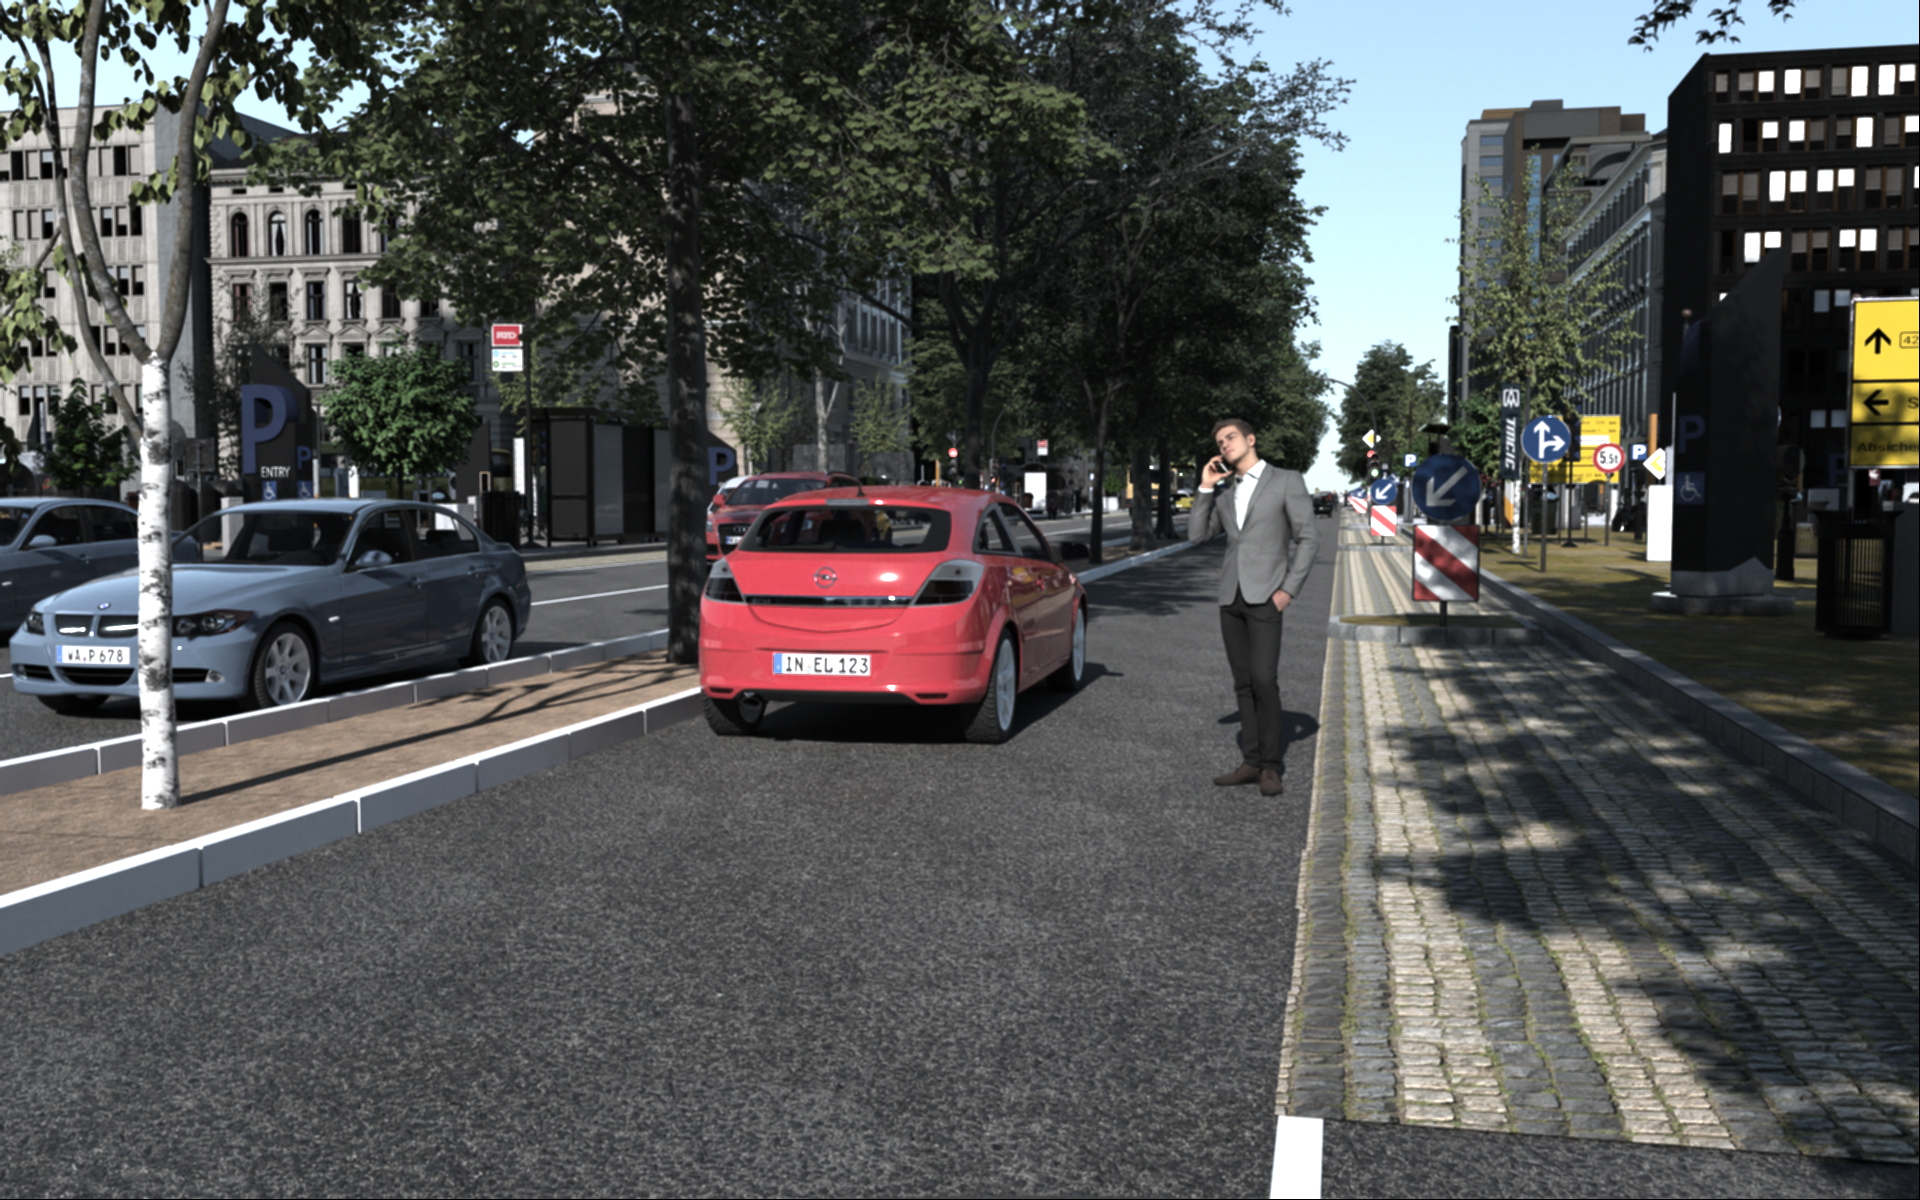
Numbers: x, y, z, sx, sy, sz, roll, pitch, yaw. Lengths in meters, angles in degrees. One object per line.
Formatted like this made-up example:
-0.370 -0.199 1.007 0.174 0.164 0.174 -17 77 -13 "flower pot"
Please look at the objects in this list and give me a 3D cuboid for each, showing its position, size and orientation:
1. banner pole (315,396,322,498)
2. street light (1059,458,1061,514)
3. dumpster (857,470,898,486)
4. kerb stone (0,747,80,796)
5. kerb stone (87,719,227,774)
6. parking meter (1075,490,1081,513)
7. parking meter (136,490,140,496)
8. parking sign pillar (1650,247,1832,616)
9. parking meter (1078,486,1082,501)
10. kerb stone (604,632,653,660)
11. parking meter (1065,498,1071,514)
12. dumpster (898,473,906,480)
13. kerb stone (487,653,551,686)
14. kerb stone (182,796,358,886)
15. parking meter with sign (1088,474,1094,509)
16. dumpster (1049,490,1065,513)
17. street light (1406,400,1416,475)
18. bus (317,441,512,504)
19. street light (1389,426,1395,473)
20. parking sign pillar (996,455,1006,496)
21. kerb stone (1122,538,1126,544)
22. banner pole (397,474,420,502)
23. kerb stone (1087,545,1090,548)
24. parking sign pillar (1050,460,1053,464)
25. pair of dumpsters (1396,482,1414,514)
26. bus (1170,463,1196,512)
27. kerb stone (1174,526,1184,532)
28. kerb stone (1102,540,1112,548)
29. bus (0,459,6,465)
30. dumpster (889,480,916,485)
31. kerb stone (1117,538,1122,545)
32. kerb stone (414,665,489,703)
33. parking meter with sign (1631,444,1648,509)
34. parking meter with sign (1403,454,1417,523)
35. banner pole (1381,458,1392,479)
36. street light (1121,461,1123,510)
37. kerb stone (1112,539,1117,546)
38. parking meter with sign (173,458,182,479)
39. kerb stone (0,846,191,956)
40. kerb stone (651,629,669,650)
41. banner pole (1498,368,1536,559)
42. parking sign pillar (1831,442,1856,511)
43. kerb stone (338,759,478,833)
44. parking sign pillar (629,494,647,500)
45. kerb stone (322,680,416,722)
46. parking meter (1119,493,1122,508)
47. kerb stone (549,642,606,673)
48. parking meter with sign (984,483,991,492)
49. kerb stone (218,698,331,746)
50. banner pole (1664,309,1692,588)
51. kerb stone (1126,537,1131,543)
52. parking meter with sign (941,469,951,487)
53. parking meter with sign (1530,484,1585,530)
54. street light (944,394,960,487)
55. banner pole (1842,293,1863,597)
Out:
-16.278 -3.302 44.011 0.401 3.779 0.863 -1 4 -18 "banner pole"
6.432 -8.448 110.907 0.468 5.910 1.993 1 4 12 "street light"
-3.600 -4.134 70.089 1.502 2.255 1.985 1 4 12 "dumpster"
-4.544 0.850 8.293 0.120 0.150 1.000 1 4 12 "kerb stone"
-4.317 0.789 9.290 0.120 0.150 1.000 1 4 12 "kerb stone"
8.575 -7.184 125.869 0.372 1.533 0.369 0 3 0 "parking meter"
-46.418 -5.483 98.062 0.372 1.533 0.369 0 3 0 "parking meter"
8.318 -1.854 18.792 1.447 3.967 1.447 -2 4 -34 "parking sign pillar"
8.936 -7.614 130.197 0.255 1.863 0.399 -2 4 -29 "parking meter"
-2.986 0.423 15.279 0.120 0.150 1.000 1 4 12 "kerb stone"
6.905 -6.251 110.608 0.372 1.533 0.369 0 3 0 "parking meter"
-3.135 -4.774 80.546 1.502 2.255 1.985 1 4 13 "dumpster"
-3.438 0.545 13.285 0.120 0.150 1.000 1 4 12 "kerb stone"
-2.714 0.944 6.823 0.120 0.150 1.000 1 4 12 "kerb stone"
11.287 -9.348 149.094 0.543 3.016 1.738 0 4 -6 "parking meter with sign"
6.906 -7.020 120.539 1.264 1.857 1.865 1 4 12 "dumpster"
22.204 -6.894 85.508 0.468 5.910 1.993 1 4 12 "street light"
-27.151 -5.482 81.177 12.252 3.916 2.896 1 4 13 "bus"
29.088 -8.797 116.617 0.468 5.910 1.993 1 4 12 "street light"
2.693 -7.638 113.347 1.447 3.967 1.447 -1 4 -8 "parking sign pillar"
4.545 -1.659 49.315 0.120 0.150 1.000 1 4 12 "kerb stone"
-16.555 -3.801 52.158 0.863 3.779 0.401 0 4 0 "banner pole"
3.443 -1.352 44.308 0.120 0.150 1.000 1 4 12 "kerb stone"
7.255 -9.145 137.997 1.447 3.967 1.447 -1 4 -14 "parking sign pillar"
28.435 -6.638 111.019 1.574 2.255 4.437 1 4 12 "pair of dumpsters"
17.125 -8.636 132.748 2.896 3.916 12.252 1 4 11 "bus"
8.536 -2.761 67.331 0.120 0.150 1.000 1 4 12 "kerb stone"
3.882 -1.475 46.317 0.120 0.150 1.000 1 4 12 "kerb stone"
-52.481 -5.601 86.433 13.247 3.499 2.948 1 4 11 "bus"
-2.468 -4.044 71.874 1.264 1.857 1.865 1 4 12 "dumpster"
4.326 -1.596 48.313 0.120 0.150 1.000 1 4 12 "kerb stone"
-3.656 0.607 12.286 0.120 0.150 1.000 1 4 12 "kerb stone"
24.049 -3.978 61.305 0.543 3.016 1.738 2 4 24 "parking meter with sign"
19.839 -4.906 76.468 0.543 3.016 1.738 1 4 13 "parking meter with sign"
29.537 -7.936 119.764 0.863 3.779 0.401 0 4 8 "banner pole"
13.327 -10.346 141.946 0.468 5.910 1.993 1 4 12 "street light"
4.103 -1.536 47.315 0.120 0.150 1.000 1 4 12 "kerb stone"
-28.437 -4.019 61.964 1.738 3.016 0.543 3 5 43 "parking meter with sign"
-2.935 1.001 5.824 0.120 0.150 1.000 1 4 12 "kerb stone"
-2.768 0.362 16.281 0.120 0.150 1.000 1 4 12 "kerb stone"
11.082 -2.718 34.456 0.863 3.779 0.401 -1 4 -17 "banner pole"
42.301 -5.796 83.237 1.447 3.967 1.447 1 4 8 "parking sign pillar"
-2.487 0.879 7.819 0.120 0.150 1.000 1 4 12 "kerb stone"
-9.683 -4.015 54.119 1.447 3.967 1.447 1 4 20 "parking sign pillar"
-3.881 0.667 11.288 0.120 0.150 1.000 1 4 12 "kerb stone"
13.965 -8.808 149.726 0.399 1.863 0.255 -1 4 -19 "parking meter"
-3.205 0.484 14.281 0.120 0.150 1.000 1 4 12 "kerb stone"
1.961 -7.289 115.433 0.543 3.016 1.738 3 5 43 "parking meter with sign"
-4.093 0.728 10.288 0.120 0.150 1.000 1 4 12 "kerb stone"
9.892 -2.036 23.303 0.401 3.779 0.863 -1 4 -17 "banner pole"
4.777 -1.719 50.319 0.120 0.150 1.000 1 4 12 "kerb stone"
-0.842 -6.766 106.892 0.543 3.016 1.738 -2 4 -26 "parking meter with sign"
21.218 -4.000 61.654 1.738 3.016 0.543 1 4 19 "parking meter with sign"
-0.338 -6.548 79.840 0.468 5.910 1.993 1 4 12 "street light"
11.311 -1.926 21.514 0.401 3.779 0.863 -3 4 -36 "banner pole"
